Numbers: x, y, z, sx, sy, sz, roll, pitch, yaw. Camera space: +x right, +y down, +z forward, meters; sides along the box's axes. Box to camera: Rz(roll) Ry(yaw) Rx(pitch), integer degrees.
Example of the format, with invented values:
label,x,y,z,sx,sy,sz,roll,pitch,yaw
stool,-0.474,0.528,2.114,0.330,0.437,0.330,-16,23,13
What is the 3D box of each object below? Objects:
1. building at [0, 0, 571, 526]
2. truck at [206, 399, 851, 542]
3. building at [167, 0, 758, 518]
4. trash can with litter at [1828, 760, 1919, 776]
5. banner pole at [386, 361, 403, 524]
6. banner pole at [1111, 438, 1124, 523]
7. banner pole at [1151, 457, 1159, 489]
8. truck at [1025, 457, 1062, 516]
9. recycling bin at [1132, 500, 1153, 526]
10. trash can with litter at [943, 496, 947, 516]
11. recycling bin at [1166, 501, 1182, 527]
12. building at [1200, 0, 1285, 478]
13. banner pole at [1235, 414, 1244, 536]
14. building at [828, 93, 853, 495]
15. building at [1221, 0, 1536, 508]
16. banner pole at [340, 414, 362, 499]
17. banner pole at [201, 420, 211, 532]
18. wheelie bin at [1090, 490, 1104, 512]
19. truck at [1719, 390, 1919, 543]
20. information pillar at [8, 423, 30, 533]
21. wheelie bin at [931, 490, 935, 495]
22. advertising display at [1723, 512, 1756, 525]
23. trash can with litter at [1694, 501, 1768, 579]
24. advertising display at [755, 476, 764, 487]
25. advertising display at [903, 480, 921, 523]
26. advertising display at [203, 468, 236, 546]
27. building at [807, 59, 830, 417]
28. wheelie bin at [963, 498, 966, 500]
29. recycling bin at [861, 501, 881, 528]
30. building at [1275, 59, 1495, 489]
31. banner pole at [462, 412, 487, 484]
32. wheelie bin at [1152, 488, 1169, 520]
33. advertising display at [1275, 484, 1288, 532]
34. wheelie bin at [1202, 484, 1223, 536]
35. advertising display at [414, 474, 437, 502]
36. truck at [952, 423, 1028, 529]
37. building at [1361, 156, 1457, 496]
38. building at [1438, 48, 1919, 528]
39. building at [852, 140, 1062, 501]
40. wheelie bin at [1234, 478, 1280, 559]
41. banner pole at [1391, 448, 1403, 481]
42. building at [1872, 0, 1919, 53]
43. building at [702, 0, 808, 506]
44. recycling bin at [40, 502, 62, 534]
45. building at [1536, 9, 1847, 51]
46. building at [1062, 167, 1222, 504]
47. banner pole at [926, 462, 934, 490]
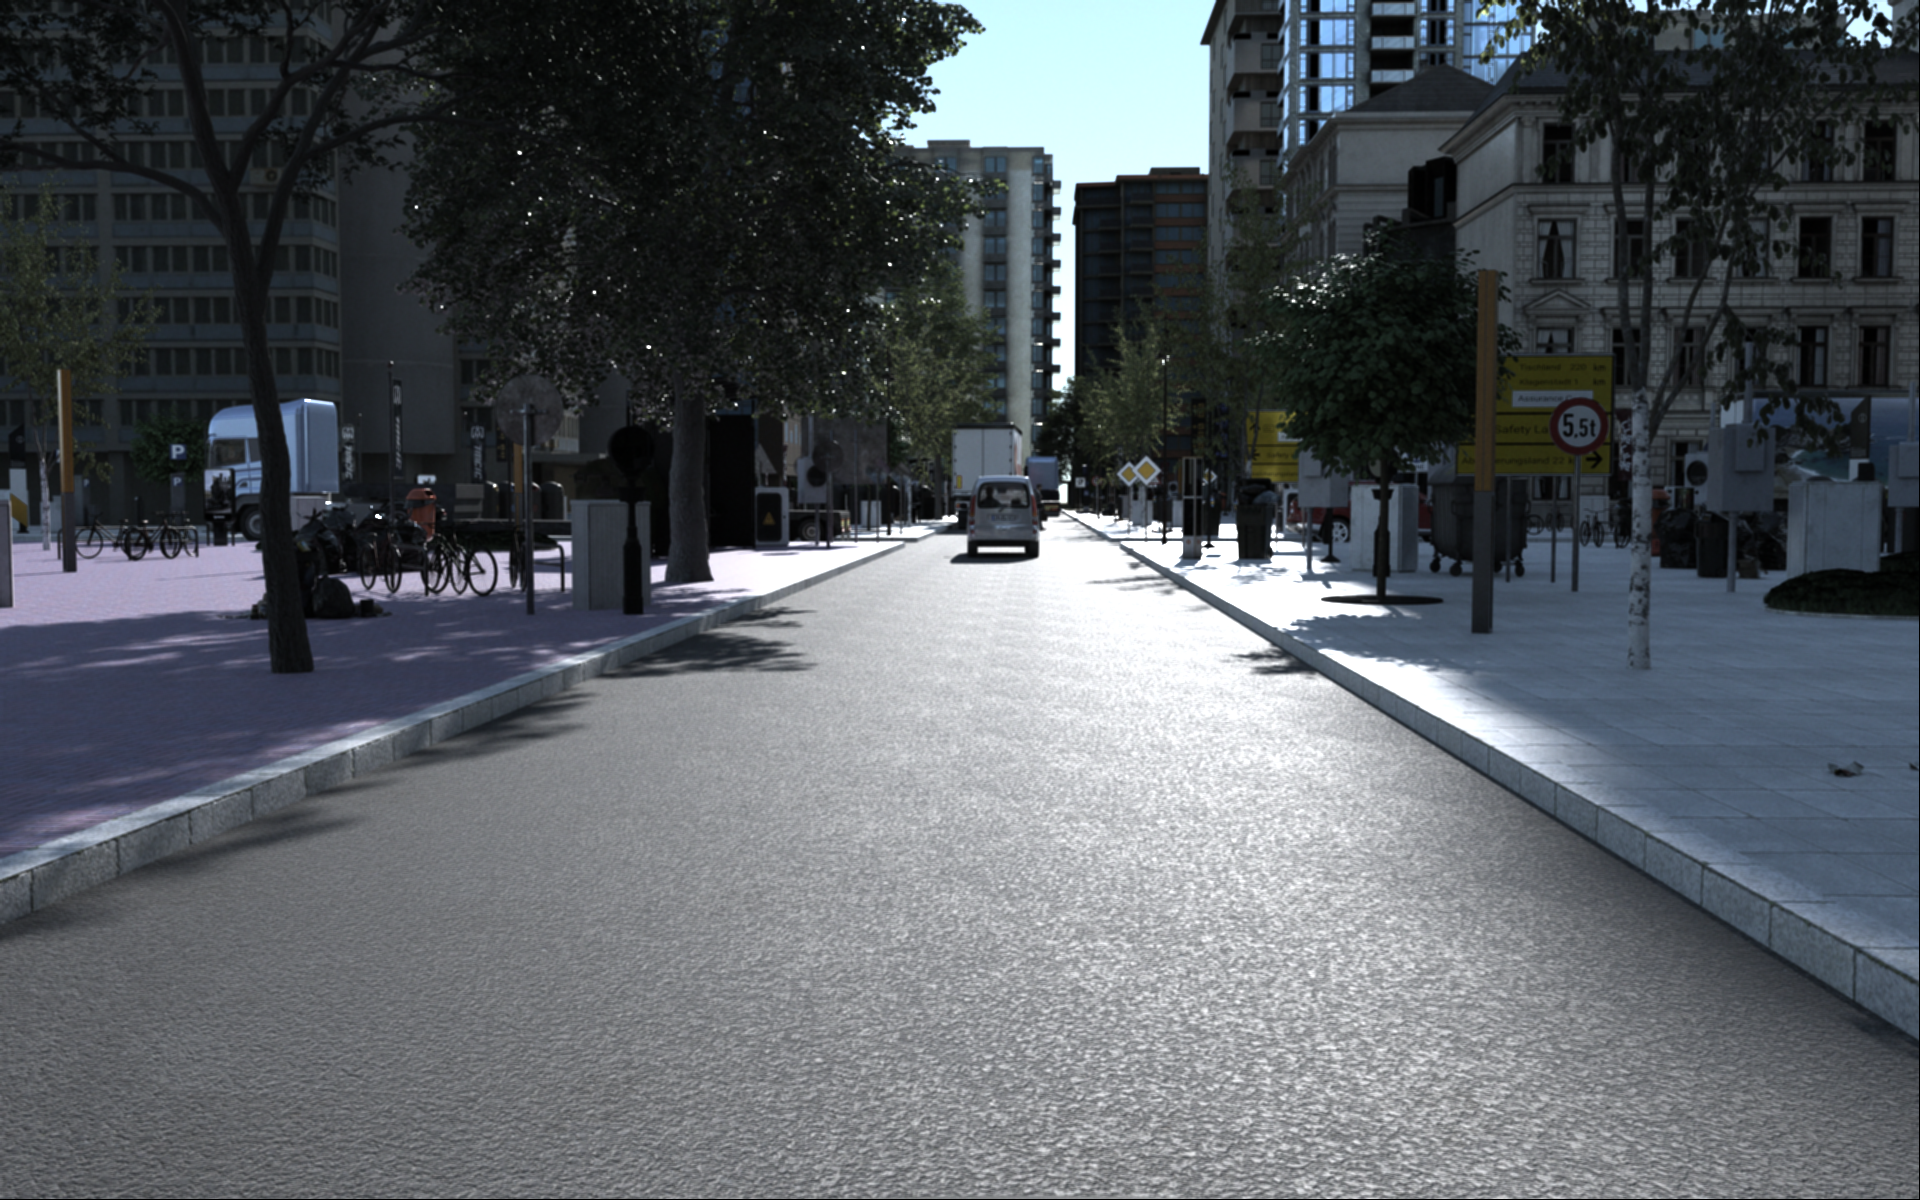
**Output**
label,x,y,z,sx,sy,sz,roll,pitch,yaw
building,-31.181,-23.659,78.699,32.217,40.220,23.993,0,4,2
truck,-12.594,-3.652,49.462,18.799,4.110,2.967,0,4,3
building,-30.184,-25.841,114.383,32.217,40.220,23.993,0,4,2
trash can with litter,4.973,0.226,7.355,2.233,1.210,1.678,3,5,43
banner pole,-10.745,-2.628,32.982,0.401,3.779,0.863,0,4,2
banner pole,6.983,-5.286,76.437,0.401,3.779,0.863,3,4,38
banner pole,12.692,-7.487,112.435,0.863,3.779,0.401,-2,4,-32
truck,5.599,-7.903,118.979,2.967,4.110,18.799,0,4,3
recycling bin,7.424,-3.544,70.492,0.722,1.027,0.722,1,4,18
trash can with litter,-1.302,-5.301,98.066,1.055,1.170,0.624,-1,4,-10
recycling bin,8.296,-3.327,66.955,0.722,1.027,0.722,0,4,-7
building,39.666,-35.772,174.111,28.713,52.752,27.495,0,4,2
banner pole,8.529,-3.814,52.369,0.401,3.779,0.863,1,4,9
building,-22.256,-45.340,179.561,20.611,71.187,20.563,0,4,2
building,35.018,-50.849,144.056,22.319,86.520,31.000,0,4,2
banner pole,-18.968,-3.924,54.169,0.401,3.779,0.863,3,5,39
banner pole,-25.488,-4.218,58.988,0.401,3.779,0.863,1,4,22
wheelie bin,9.683,-7.007,122.471,0.980,1.594,0.693,-1,4,-9
truck,27.022,-3.590,47.608,11.283,4.237,2.839,0,4,4
information pillar,-30.839,-3.998,56.729,0.504,3.616,0.183,-3,5,-41
wheelie bin,-2.035,-6.849,119.890,0.693,1.594,0.980,-1,4,-12
advertising display,17.234,-2.046,38.660,0.974,1.923,0.123,2,4,35
trash can with litter,11.848,-0.931,26.610,1.055,1.170,0.624,2,4,32
advertising display,-7.385,-3.580,63.741,0.123,1.923,0.974,1,4,9
advertising display,-2.126,-4.380,76.830,0.974,1.923,0.123,-3,5,-41
advertising display,-18.392,-2.313,43.030,0.974,1.923,0.123,2,4,24
building,-19.037,-28.504,149.636,14.154,41.232,14.086,0,4,2
wheelie bin,0.468,-7.145,124.736,0.693,1.594,0.980,0,4,5
recycling bin,-3.398,-3.264,65.923,0.722,1.027,0.722,0,4,-8
building,29.175,-20.003,114.442,14.401,28.519,23.554,0,4,2
banner pole,-14.953,-3.864,53.193,0.863,3.779,0.401,0,4,-5
wheelie bin,9.896,-4.730,85.238,0.693,1.594,0.980,2,4,35
advertising display,10.961,-3.297,59.115,0.123,1.923,0.974,-1,4,-8
wheelie bin,7.725,-2.805,53.769,0.693,1.594,0.980,-2,4,-24
advertising display,-17.270,-3.107,56.018,0.123,1.923,0.974,1,4,22
truck,1.328,-5.217,74.219,2.839,4.237,11.283,0,4,4
building,30.145,-13.839,93.718,16.820,18.784,16.811,0,4,2
building,30.204,-12.570,70.141,19.286,19.102,10.561,0,4,2
building,-1.518,-37.747,236.773,30.456,49.044,23.786,0,4,2
wheelie bin,5.873,-1.620,34.393,0.980,1.594,0.693,2,4,25
banner pole,9.734,-2.993,38.959,0.401,3.779,0.863,-1,4,-21
building,52.109,-17.317,70.518,23.554,28.519,14.401,0,4,2
building,-19.769,-29.682,135.413,14.600,45.320,14.200,0,4,2
recycling bin,-29.499,-2.683,56.419,0.722,1.027,0.722,-1,4,-20
building,71.112,-33.946,174.622,30.456,49.044,23.786,0,4,2
building,28.097,-35.480,234.714,28.867,44.769,22.147,0,4,2
banner pole,-2.154,-8.095,122.367,0.863,3.779,0.401,3,5,39
